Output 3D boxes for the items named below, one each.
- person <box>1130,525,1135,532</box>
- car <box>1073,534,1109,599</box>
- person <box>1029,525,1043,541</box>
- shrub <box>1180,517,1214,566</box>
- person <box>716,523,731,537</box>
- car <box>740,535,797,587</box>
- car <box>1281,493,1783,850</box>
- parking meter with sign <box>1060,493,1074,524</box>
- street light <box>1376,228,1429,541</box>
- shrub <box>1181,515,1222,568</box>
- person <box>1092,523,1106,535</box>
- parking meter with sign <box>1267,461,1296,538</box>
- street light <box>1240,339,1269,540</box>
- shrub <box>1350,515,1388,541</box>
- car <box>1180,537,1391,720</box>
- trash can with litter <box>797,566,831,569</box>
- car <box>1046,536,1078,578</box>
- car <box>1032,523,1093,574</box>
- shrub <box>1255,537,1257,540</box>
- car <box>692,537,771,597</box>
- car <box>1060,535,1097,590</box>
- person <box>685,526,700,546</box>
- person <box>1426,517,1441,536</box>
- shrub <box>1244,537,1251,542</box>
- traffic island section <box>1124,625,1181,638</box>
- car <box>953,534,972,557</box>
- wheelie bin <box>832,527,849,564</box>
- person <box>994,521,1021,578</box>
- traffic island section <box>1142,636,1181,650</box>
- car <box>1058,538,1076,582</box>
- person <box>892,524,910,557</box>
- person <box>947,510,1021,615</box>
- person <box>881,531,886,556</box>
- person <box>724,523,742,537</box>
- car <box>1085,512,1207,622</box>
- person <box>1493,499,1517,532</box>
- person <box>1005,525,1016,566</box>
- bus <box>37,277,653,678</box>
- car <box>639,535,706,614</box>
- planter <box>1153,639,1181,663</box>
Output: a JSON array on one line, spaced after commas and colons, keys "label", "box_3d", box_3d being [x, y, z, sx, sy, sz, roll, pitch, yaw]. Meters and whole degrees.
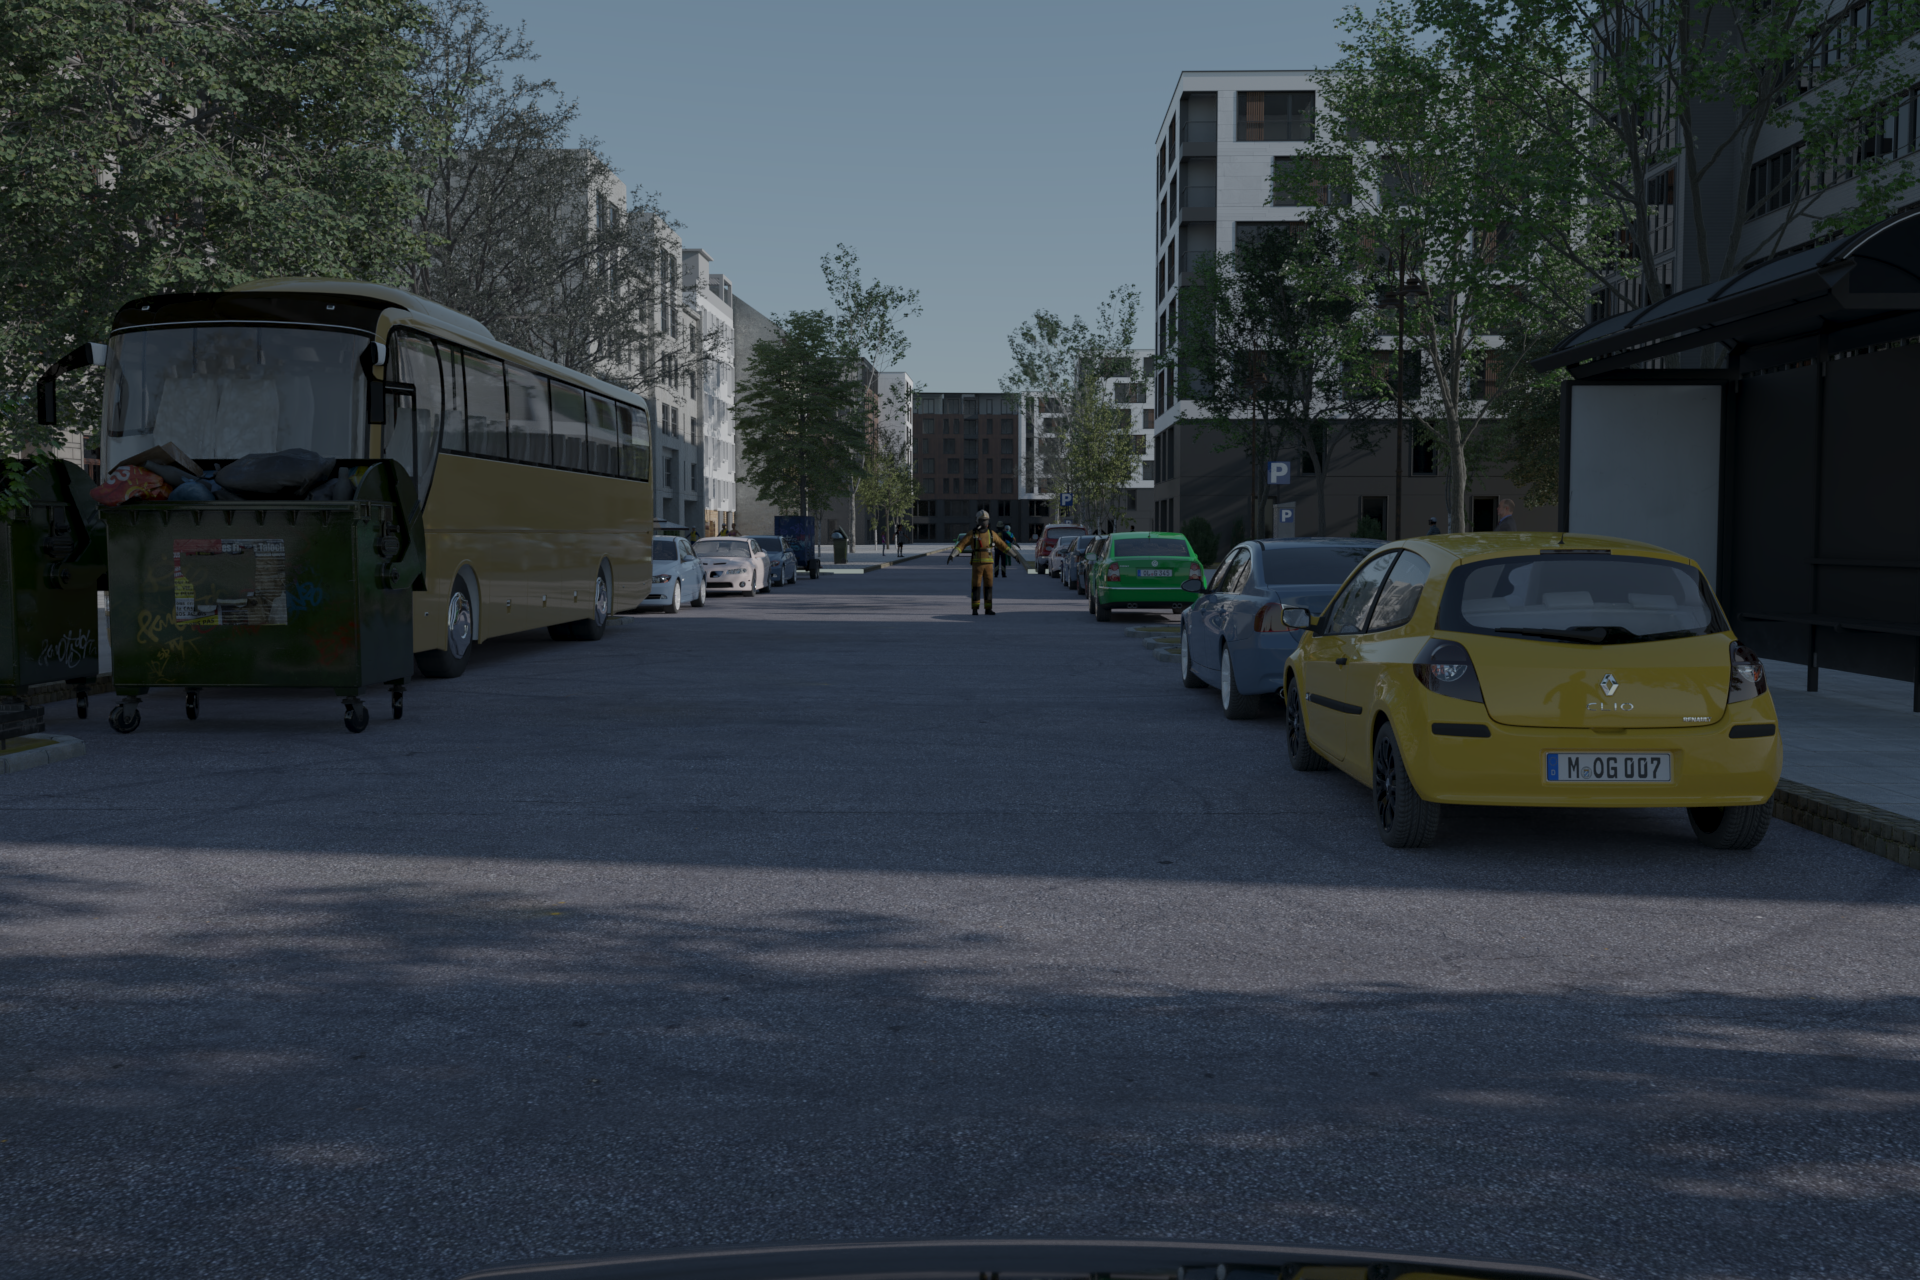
[{"label": "person", "box_3d": [8.893, -5.104, 90.164, 0.721, 1.740, 1.216, 3, 5, 44]}, {"label": "car", "box_3d": [3.624, -1.825, 39.622, 2.009, 1.686, 4.222, 0, 3, 0]}, {"label": "person", "box_3d": [4.478, -5.568, 97.217, 1.347, 1.806, 0.705, -3, 4, -36]}, {"label": "shrub", "box_3d": [9.365, -3.944, 68.908, 1.690, 2.028, 1.600, 0, 3, 0]}, {"label": "person", "box_3d": [-11.836, -4.940, 86.738, 1.349, 1.833, 0.705, 3, 5, 41]}, {"label": "car", "box_3d": [-5.625, -2.239, 48.603, 2.014, 1.417, 4.499, 0, 4, 1]}, {"label": "car", "box_3d": [2.823, 0.056, 9.309, 2.015, 1.641, 3.980, 0, 4, 2]}, {"label": "parking meter with sign", "box_3d": [4.529, -4.692, 72.976, 0.543, 3.016, 1.738, 0, 4, 0]}, {"label": "street light", "box_3d": [6.676, -3.273, 26.297, 0.468, 5.910, 1.993, 0, 4, 1]}, {"label": "shrub", "box_3d": [9.022, -3.727, 65.364, 1.690, 2.028, 1.600, 0, 3, 0]}, {"label": "person", "box_3d": [6.910, -4.867, 85.508, 1.347, 1.837, 0.705, -2, 4, -24]}, {"label": "parking meter with sign", "box_3d": [7.619, -2.725, 40.814, 0.543, 3.016, 1.738, 0, 4, 2]}, {"label": "street light", "box_3d": [6.972, -4.180, 41.131, 0.468, 5.910, 1.993, 0, 4, 1]}, {"label": "shrub", "box_3d": [16.133, -3.947, 68.579, 1.661, 2.075, 1.752, 0, 3, 0]}, {"label": "car", "box_3d": [2.932, -0.162, 14.651, 2.014, 1.417, 4.499, 0, 4, 1]}, {"label": "trash can with litter", "box_3d": [-5.606, -3.296, 64.948, 1.678, 1.210, 2.233, 0, 4, 1]}, {"label": "car", "box_3d": [3.919, -2.775, 57.729, 2.083, 1.381, 4.827, 0, 4, 1]}, {"label": "car", "box_3d": [3.794, -3.342, 63.316, 2.281, 1.827, 5.304, 0, 4, 1]}, {"label": "shrub", "box_3d": [12.030, -3.625, 70.380, 1.383, 1.207, 1.383, 0, 3, 0]}, {"label": "car", "box_3d": [-5.581, -1.752, 41.001, 2.083, 1.381, 4.827, 0, 4, 1]}, {"label": "car", "box_3d": [3.681, -2.075, 45.925, 2.014, 1.417, 4.499, 0, 4, 1]}, {"label": "person", "box_3d": [-15.730, -5.838, 101.916, 1.216, 1.772, 0.721, 2, 4, 33]}, {"label": "person", "box_3d": [15.970, -3.225, 58.574, 0.704, 1.849, 1.345, 3, 5, 45]}, {"label": "shrub", "box_3d": [10.953, -3.333, 65.617, 1.383, 1.207, 1.383, 0, 3, 0]}, {"label": "traffic island section", "box_3d": [3.341, -0.101, 24.521, 1.991, 0.108, 1.994, 0, 4, 2]}, {"label": "car", "box_3d": [0.563, -6.289, 111.614, 1.959, 1.807, 4.718, 0, 4, 2]}, {"label": "wheelie bin", "box_3d": [-5.145, -4.062, 74.319, 0.693, 1.594, 0.980, 0, 4, 2]}, {"label": "person", "box_3d": [1.328, -2.989, 57.109, 1.354, 1.856, 0.705, 0, 4, 8]}, {"label": "traffic island section", "box_3d": [3.336, 0.055, 21.968, 1.991, 0.108, 1.994, 0, 4, 2]}, {"label": "car", "box_3d": [3.838, -2.319, 50.495, 1.945, 1.354, 3.894, 0, 4, 1]}, {"label": "person", "box_3d": [-3.298, -5.493, 95.956, 0.704, 1.843, 1.345, 3, 5, 43]}, {"label": "person", "box_3d": [0.400, -1.370, 30.627, 1.354, 1.858, 0.705, -1, 4, -16]}, {"label": "person", "box_3d": [-4.399, -5.628, 101.283, 0.599, 1.433, 0.991, 0, 4, -5]}, {"label": "person", "box_3d": [-9.319, -3.922, 70.924, 1.217, 1.733, 0.721, 2, 4, 26]}, {"label": "car", "box_3d": [3.149, -1.276, 29.652, 1.959, 1.807, 4.718, 0, 4, 2]}, {"label": "person", "box_3d": [7.321, -1.031, 23.450, 0.434, 1.755, 0.990, 1, 4, 22]}, {"label": "person", "box_3d": [2.082, -4.188, 77.055, 0.704, 1.817, 1.347, 3, 5, 45]}, {"label": "bus", "box_3d": [-6.092, -1.769, 20.463, 2.896, 3.916, 12.252, 0, 4, 1]}, {"label": "car", "box_3d": [-5.916, -1.267, 32.717, 2.014, 1.417, 4.499, 0, 4, 1]}, {"label": "planter", "box_3d": [3.250, 0.074, 19.937, 1.991, 0.319, 1.994, 0, 4, 0]}]
